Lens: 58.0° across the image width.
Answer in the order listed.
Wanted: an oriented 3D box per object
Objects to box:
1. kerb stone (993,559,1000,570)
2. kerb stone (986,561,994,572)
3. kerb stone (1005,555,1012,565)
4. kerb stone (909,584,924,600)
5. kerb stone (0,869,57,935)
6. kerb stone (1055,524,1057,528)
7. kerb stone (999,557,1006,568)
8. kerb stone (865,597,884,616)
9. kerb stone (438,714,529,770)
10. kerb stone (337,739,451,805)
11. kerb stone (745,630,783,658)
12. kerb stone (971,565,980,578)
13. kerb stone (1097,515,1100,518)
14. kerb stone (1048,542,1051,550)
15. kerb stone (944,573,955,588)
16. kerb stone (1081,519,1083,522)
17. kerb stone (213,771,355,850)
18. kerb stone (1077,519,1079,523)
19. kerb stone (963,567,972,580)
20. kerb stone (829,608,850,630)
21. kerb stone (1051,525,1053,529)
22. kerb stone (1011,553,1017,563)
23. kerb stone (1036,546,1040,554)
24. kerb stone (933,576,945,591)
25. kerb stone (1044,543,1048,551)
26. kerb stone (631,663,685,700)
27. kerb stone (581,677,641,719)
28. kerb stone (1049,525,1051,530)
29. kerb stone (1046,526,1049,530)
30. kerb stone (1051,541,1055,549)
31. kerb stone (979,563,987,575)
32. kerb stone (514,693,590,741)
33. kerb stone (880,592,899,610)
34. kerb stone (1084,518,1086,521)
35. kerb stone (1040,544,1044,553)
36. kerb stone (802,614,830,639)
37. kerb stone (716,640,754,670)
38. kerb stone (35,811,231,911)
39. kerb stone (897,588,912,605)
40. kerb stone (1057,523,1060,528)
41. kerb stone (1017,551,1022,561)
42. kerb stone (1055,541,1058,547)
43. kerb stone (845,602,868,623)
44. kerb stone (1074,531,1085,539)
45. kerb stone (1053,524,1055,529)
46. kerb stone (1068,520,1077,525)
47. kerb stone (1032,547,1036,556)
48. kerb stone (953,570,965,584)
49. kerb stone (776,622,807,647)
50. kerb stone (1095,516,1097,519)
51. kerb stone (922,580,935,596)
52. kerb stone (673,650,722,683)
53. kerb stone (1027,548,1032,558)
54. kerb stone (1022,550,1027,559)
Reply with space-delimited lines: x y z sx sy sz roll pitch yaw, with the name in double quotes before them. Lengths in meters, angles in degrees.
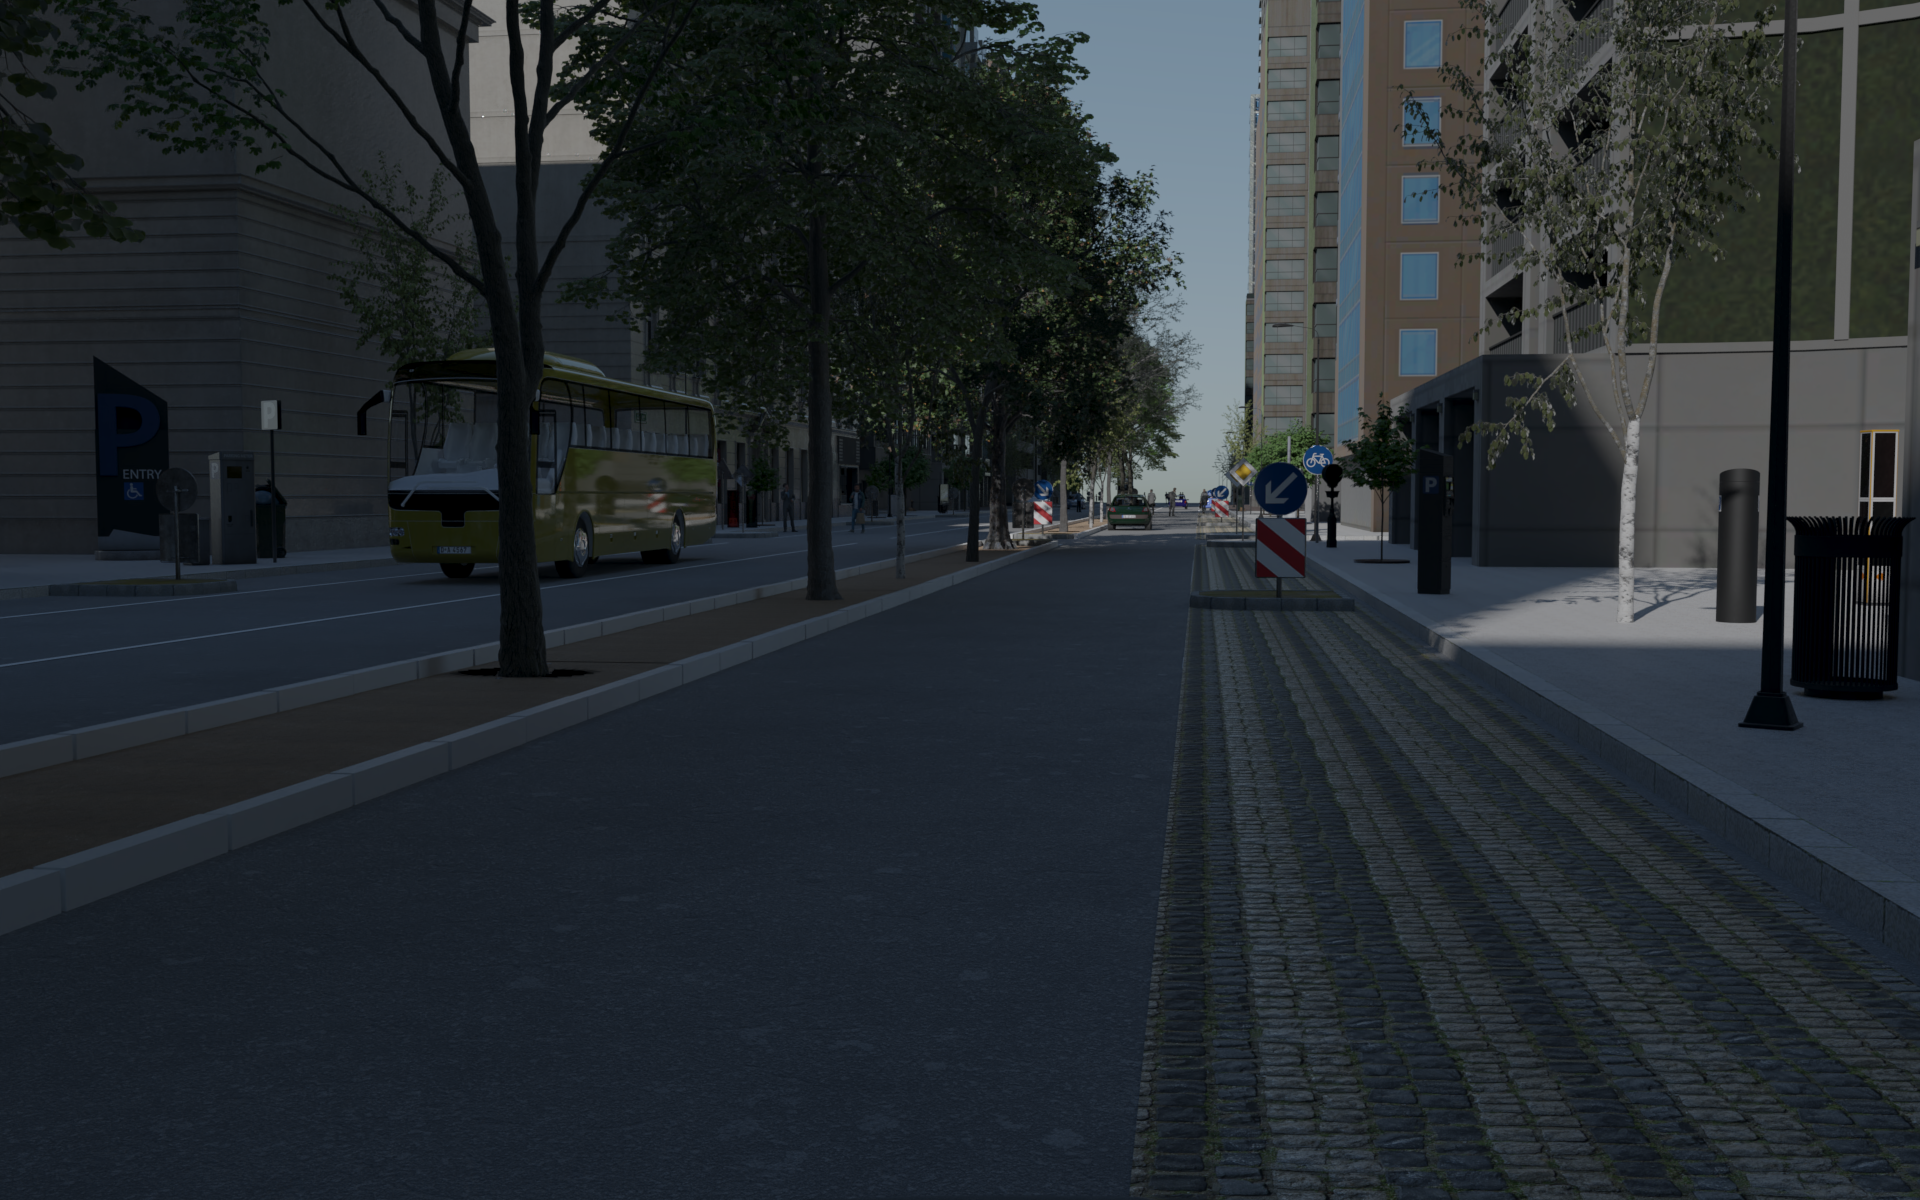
"kerb stone" 0.600 -0.652 32.856 0.120 0.150 1.000 0 4 8
"kerb stone" 0.453 -0.590 31.836 0.120 0.150 1.000 0 4 8
"kerb stone" 0.876 -0.773 34.896 0.120 0.150 1.000 0 4 8
"kerb stone" -0.662 -0.087 23.708 0.120 0.150 1.000 0 4 8
"kerb stone" -3.201 1.027 5.432 0.120 0.150 1.000 0 4 8
"kerb stone" 3.806 -3.002 71.280 0.120 0.150 1.000 0 4 8
"kerb stone" 0.742 -0.709 33.873 0.120 0.150 1.000 0 4 8
"kerb stone" -1.085 0.096 20.656 0.120 0.150 1.000 0 4 8
"kerb stone" -2.627 0.779 9.489 0.120 0.150 1.000 0 4 8
"kerb stone" -2.777 0.841 8.477 0.120 0.150 1.000 0 4 8
"kerb stone" -1.792 0.405 15.571 0.120 0.150 1.000 0 4 8
"kerb stone" 0.174 -0.466 29.809 0.120 0.150 1.000 0 4 8
"kerb stone" 8.161 -4.920 102.695 0.120 0.150 1.000 0 4 8
"kerb stone" 2.152 -1.333 44.038 0.120 0.150 1.000 0 4 8
"kerb stone" -0.249 -0.280 26.767 0.120 0.150 1.000 0 4 8
"kerb stone" 5.923 -3.932 86.476 0.120 0.150 1.000 0 4 8
"kerb stone" -2.918 0.905 7.465 0.120 0.150 1.000 0 4 8
"kerb stone" 5.495 -3.745 83.440 0.120 0.150 1.000 0 4 8
"kerb stone" 0.038 -0.404 28.795 0.120 0.150 1.000 0 4 8
"kerb stone" -1.368 0.227 18.624 0.120 0.150 1.000 0 4 8
"kerb stone" 3.532 -2.877 69.244 0.120 0.150 1.000 0 4 8
"kerb stone" 1.026 -0.838 35.916 0.120 0.150 1.000 0 4 8
"kerb stone" 1.733 -1.150 40.995 0.120 0.150 1.000 0 4 8
"kerb stone" -0.389 -0.214 25.748 0.120 0.150 1.000 0 4 8
"kerb stone" 2.014 -1.269 43.025 0.120 0.150 1.000 0 4 8
"kerb stone" -2.216 0.595 12.528 0.120 0.150 1.000 0 4 8
"kerb stone" -2.354 0.656 11.515 0.120 0.150 1.000 0 4 8
"kerb stone" 3.388 -2.815 68.224 0.120 0.150 1.000 0 4 8
"kerb stone" 3.238 -2.753 67.211 0.120 0.150 1.000 0 4 8
"kerb stone" 2.294 -1.391 45.051 0.120 0.150 1.000 0 4 8
"kerb stone" 0.320 -0.528 30.821 0.120 0.150 1.000 0 4 8
"kerb stone" -2.494 0.715 10.502 0.120 0.150 1.000 0 4 8
"kerb stone" -0.941 0.032 21.677 0.120 0.150 1.000 0 4 8
"kerb stone" 6.199 -4.048 88.502 0.120 0.150 1.000 0 4 8
"kerb stone" 1.872 -1.212 42.012 0.120 0.150 1.000 0 4 8
"kerb stone" -1.511 0.282 17.608 0.120 0.150 1.000 0 4 8
"kerb stone" -1.936 0.472 14.559 0.120 0.150 1.000 0 4 8
"kerb stone" -3.058 0.963 6.445 0.120 0.150 1.000 0 4 8
"kerb stone" -0.805 -0.025 22.695 0.120 0.150 1.000 0 4 8
"kerb stone" 3.952 -3.060 72.292 0.120 0.150 1.000 0 4 8
"kerb stone" 1.166 -0.901 36.928 0.120 0.150 1.000 0 4 8
"kerb stone" 2.435 -1.460 46.073 0.120 0.150 1.000 0 4 8
"kerb stone" -1.226 0.156 19.642 0.120 0.150 1.000 0 4 8
"kerb stone" 3.916 -2.113 56.747 0.120 0.150 1.000 0 4 8
"kerb stone" 3.658 -2.940 70.266 0.120 0.150 1.000 0 4 8
"kerb stone" 5.353 -3.684 82.428 0.120 0.150 1.000 0 4 8
"kerb stone" 1.588 -1.087 39.976 0.120 0.150 1.000 0 4 8
"kerb stone" -0.094 -0.342 27.782 0.120 0.150 1.000 0 4 8
"kerb stone" -1.656 0.343 16.584 0.120 0.150 1.000 0 4 8
"kerb stone" 7.468 -4.614 97.627 0.120 0.150 1.000 0 4 8
"kerb stone" -0.522 -0.147 24.735 0.120 0.150 1.000 0 4 8
"kerb stone" -2.075 0.529 13.546 0.120 0.150 1.000 0 4 8
"kerb stone" 1.452 -1.025 38.963 0.120 0.150 1.000 0 4 8
"kerb stone" 1.305 -0.963 37.951 0.120 0.150 1.000 0 4 8
